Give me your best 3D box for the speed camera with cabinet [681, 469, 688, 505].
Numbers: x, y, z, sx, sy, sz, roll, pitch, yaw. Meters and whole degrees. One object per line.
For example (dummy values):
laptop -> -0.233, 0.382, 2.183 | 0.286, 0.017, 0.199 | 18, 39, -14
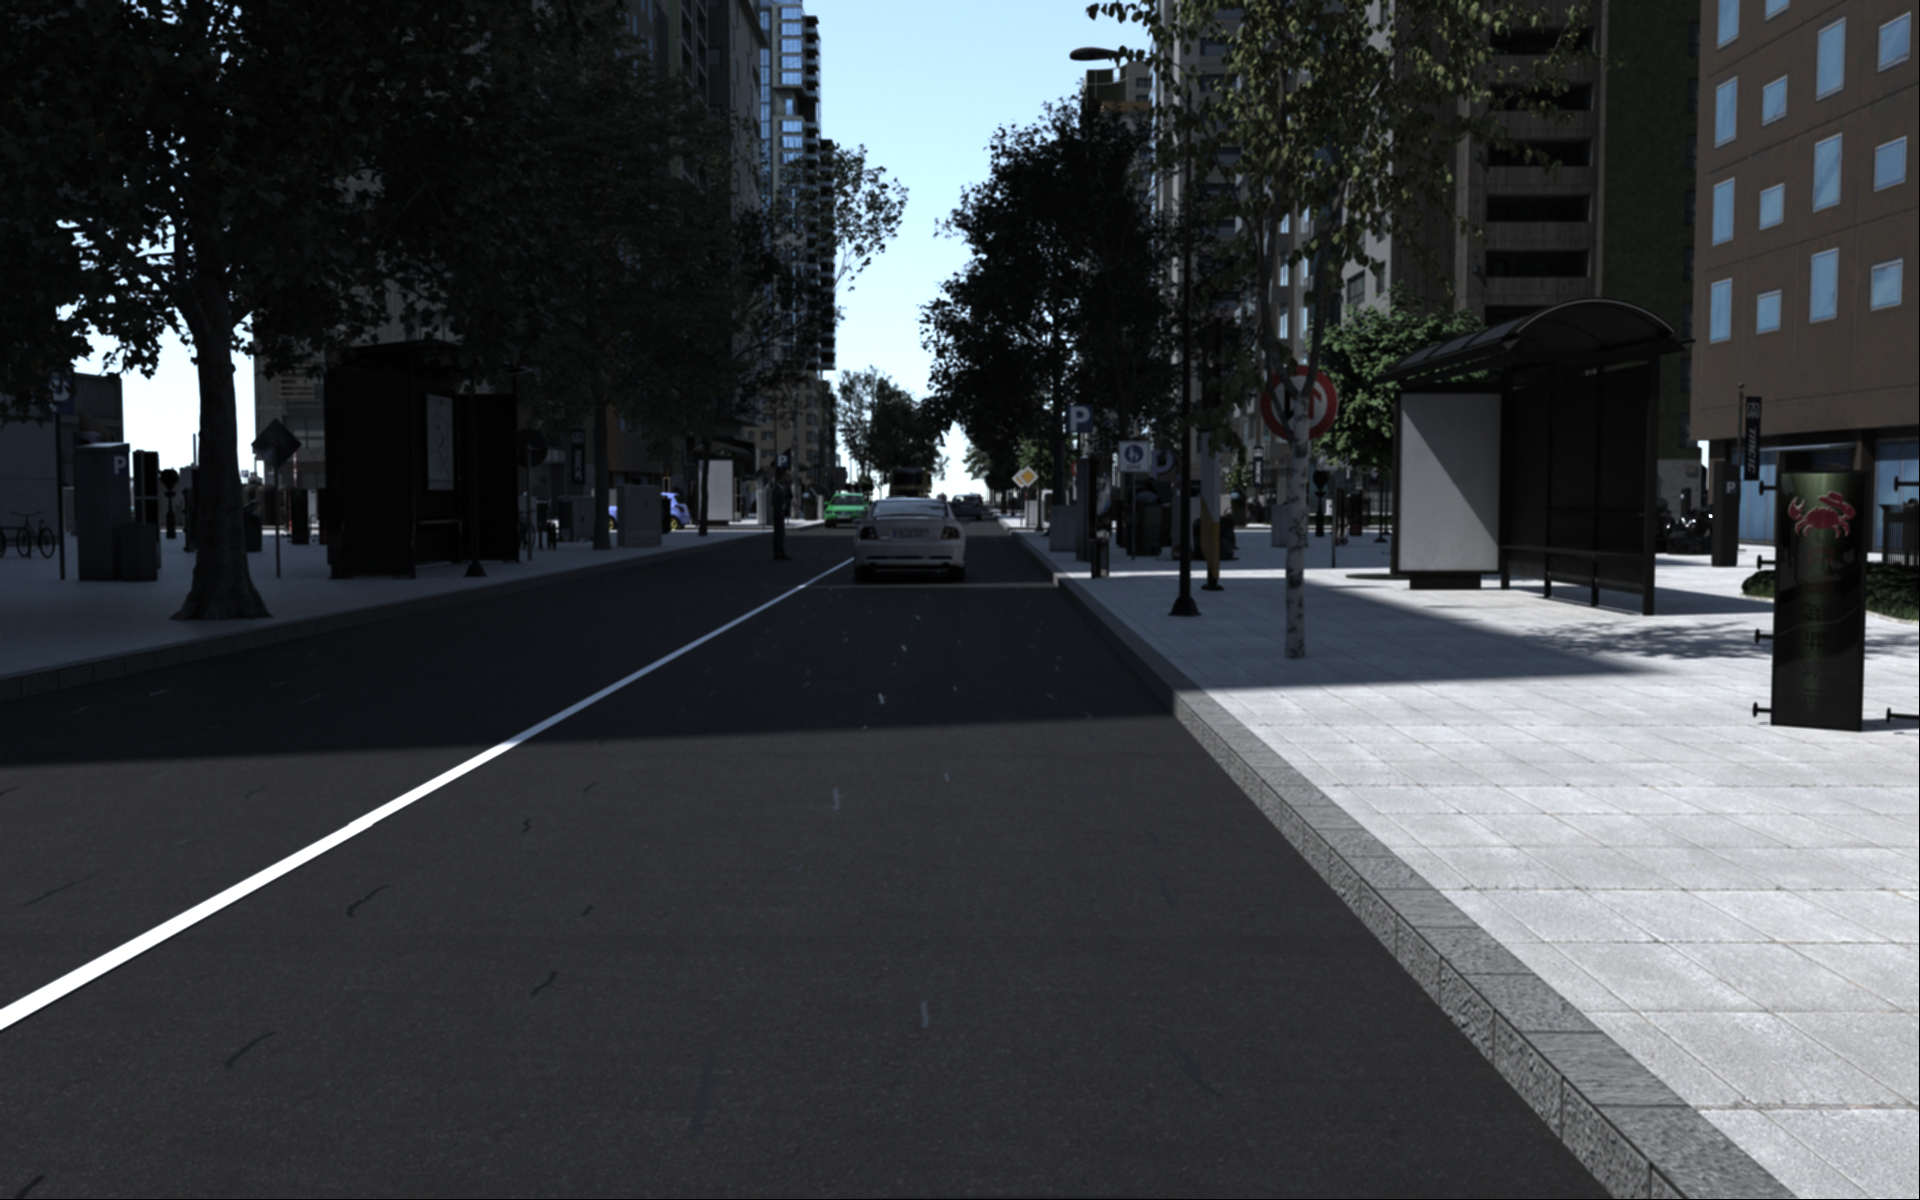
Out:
speed camera with cabinet -> -21.931, -8.890, 139.686 | 0.660, 3.252, 2.038 | 1, 4, 11

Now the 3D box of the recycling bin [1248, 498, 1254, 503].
recycling bin -> 19.251, -6.311, 115.731 | 0.722, 1.027, 0.722 | 1, 4, 15

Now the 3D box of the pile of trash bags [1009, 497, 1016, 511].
pile of trash bags -> 4.946, -7.625, 134.416 | 1.912, 1.369, 3.447 | -1, 4, -10

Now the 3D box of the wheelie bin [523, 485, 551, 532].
wheelie bin -> -14.190, -3.060, 57.938 | 0.980, 1.594, 0.693 | -3, 5, -39

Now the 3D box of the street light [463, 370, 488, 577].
street light -> -6.977, -3.312, 26.684 | 1.470, 5.913, 1.316 | 0, 4, 0

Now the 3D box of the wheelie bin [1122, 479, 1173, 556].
wheelie bin -> 3.807, -1.724, 36.090 | 0.693, 1.594, 0.980 | -2, 4, -31

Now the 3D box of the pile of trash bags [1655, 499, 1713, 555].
pile of trash bags -> 15.160, -1.730, 38.042 | 1.912, 1.369, 3.447 | -2, 4, -31

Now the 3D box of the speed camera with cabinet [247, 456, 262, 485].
speed camera with cabinet -> -37.250, -5.835, 89.742 | 2.038, 3.252, 0.660 | -1, 4, -12

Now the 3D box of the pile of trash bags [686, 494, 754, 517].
pile of trash bags -> -13.488, -5.233, 95.315 | 3.447, 1.369, 1.912 | -3, 4, -37

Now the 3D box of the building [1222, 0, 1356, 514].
building -> 31.875, -30.777, 122.815 | 23.786, 49.044, 30.456 | 0, 4, 0

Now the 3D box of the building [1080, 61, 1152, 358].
building -> 28.828, -52.162, 291.104 | 20.563, 71.187, 20.611 | 0, 4, 0

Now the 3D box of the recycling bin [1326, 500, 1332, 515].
recycling bin -> 17.365, -4.140, 80.247 | 0.722, 1.027, 0.722 | 0, 4, 6

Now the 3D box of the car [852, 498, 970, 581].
car -> -0.854, -1.080, 30.015 | 2.083, 1.381, 4.827 | 0, 4, -1

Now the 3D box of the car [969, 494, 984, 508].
car -> 1.560, -10.780, 185.288 | 2.155, 1.783, 4.494 | 0, 4, 0

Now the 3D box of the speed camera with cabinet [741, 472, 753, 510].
speed camera with cabinet -> -16.851, -8.741, 137.247 | 0.660, 3.252, 2.038 | 3, 4, 38

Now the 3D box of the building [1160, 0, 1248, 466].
building -> 28.876, -37.722, 158.755 | 21.231, 58.520, 28.212 | 0, 4, 0

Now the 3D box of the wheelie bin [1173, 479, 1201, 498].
wheelie bin -> 5.158, -1.802, 37.370 | 0.693, 1.594, 0.980 | -3, 5, -42

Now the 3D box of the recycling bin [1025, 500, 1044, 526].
recycling bin -> 2.988, -3.467, 69.241 | 0.722, 1.027, 0.722 | 0, 4, 7

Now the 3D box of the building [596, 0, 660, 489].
building -> -27.610, -28.185, 110.935 | 14.600, 45.320, 14.200 | 0, 4, 0

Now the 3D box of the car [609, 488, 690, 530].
car -> -12.107, -3.424, 65.579 | 3.694, 1.707, 1.945 | 0, 4, -1

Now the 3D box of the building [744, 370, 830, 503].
building -> -34.230, -25.173, 256.620 | 27.650, 21.520, 28.899 | 0, 4, 0

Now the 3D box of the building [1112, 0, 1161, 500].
building -> 29.151, -53.533, 187.928 | 22.319, 86.520, 31.000 | 0, 4, 0

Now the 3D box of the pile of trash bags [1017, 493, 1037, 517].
pile of trash bags -> 4.406, -5.210, 94.930 | 1.912, 1.369, 3.447 | 0, 4, -4

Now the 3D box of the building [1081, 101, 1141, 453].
building -> 29.187, -44.315, 266.556 | 21.231, 58.520, 28.212 | 0, 4, 0

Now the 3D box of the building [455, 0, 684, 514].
building -> -29.584, -27.497, 133.177 | 14.154, 41.232, 14.086 | 0, 4, 0

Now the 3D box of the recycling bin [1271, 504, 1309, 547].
recycling bin -> 8.005, -1.803, 42.037 | 0.722, 1.027, 0.722 | -1, 4, -8

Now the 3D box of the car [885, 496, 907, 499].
car -> -3.626, -5.238, 98.215 | 1.945, 1.354, 3.894 | 0, 4, 0

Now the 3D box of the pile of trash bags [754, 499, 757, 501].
pile of trash bags -> -13.132, -6.892, 122.438 | 1.912, 1.369, 3.447 | 3, 4, 39

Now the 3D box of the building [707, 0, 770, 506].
building -> -35.082, -36.007, 177.951 | 28.713, 52.752, 27.495 | 0, 4, 0

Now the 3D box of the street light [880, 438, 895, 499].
street light -> -6.080, -10.522, 144.581 | 1.470, 5.913, 1.316 | 0, 4, 0

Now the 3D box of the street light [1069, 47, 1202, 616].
street light -> 1.839, -2.791, 18.171 | 1.470, 5.913, 1.316 | 0, 4, 0

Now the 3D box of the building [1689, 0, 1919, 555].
building -> 26.321, -23.717, 37.885 | 14.600, 45.320, 14.200 | 0, 4, 0

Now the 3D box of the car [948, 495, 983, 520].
car -> 0.293, -5.112, 95.580 | 2.014, 1.417, 4.499 | 0, 4, -1

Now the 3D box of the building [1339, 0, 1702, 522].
building -> 27.287, -19.217, 85.908 | 14.107, 30.474, 14.160 | 0, 4, 0

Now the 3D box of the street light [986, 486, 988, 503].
street light -> 2.847, -10.418, 142.880 | 1.470, 5.913, 1.316 | 0, 4, 0

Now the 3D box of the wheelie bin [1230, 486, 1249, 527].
wheelie bin -> 10.876, -3.645, 67.496 | 0.693, 1.594, 0.980 | 1, 4, 18

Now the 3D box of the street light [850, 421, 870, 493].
street light -> -6.366, -8.376, 109.489 | 1.470, 5.913, 1.316 | 0, 4, 0

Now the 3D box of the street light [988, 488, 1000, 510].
street light -> 2.548, -7.848, 100.853 | 1.470, 5.913, 1.316 | 0, 4, 0

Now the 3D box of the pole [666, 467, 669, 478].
pole -> -22.361, -8.472, 132.353 | 0.158, 3.312, 0.155 | 0, 3, 0

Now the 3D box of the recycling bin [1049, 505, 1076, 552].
recycling bin -> 2.459, -1.610, 38.880 | 0.722, 1.027, 0.722 | 2, 4, 24

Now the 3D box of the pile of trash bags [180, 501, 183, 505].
pile of trash bags -> -63.681, -8.095, 142.098 | 3.447, 1.369, 1.912 | 2, 4, 28

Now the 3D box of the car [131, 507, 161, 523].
car -> -32.001, -3.176, 63.723 | 4.920, 1.459, 2.131 | 0, 4, -1

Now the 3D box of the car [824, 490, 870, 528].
car -> -4.781, -3.997, 74.150 | 1.959, 1.807, 4.718 | 0, 4, 1

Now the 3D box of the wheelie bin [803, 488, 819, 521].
wheelie bin -> -7.252, -4.660, 84.102 | 0.693, 1.594, 0.980 | 1, 4, 8

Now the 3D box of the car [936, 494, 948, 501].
car -> -3.151, -17.885, 301.456 | 2.155, 1.783, 4.494 | 0, 4, -1

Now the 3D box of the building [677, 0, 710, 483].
building -> -30.919, -43.716, 153.001 | 20.563, 71.187, 20.611 | 0, 4, 0

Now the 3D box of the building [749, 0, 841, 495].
building -> -30.508, -59.447, 284.636 | 22.319, 86.520, 31.000 | 0, 4, 0

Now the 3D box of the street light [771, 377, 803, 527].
street light -> -6.710, -5.840, 68.027 | 1.470, 5.913, 1.316 | 0, 4, 0

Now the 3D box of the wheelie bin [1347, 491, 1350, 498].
wheelie bin -> 24.451, -6.093, 107.535 | 0.693, 1.594, 0.980 | 3, 5, 40

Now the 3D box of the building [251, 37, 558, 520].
building -> -26.974, -24.793, 88.953 | 14.154, 41.232, 14.086 | 0, 4, 0

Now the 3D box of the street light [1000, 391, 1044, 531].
street light -> 2.201, -5.325, 59.611 | 1.470, 5.913, 1.316 | 0, 4, 0

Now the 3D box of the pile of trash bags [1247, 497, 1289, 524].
pile of trash bags -> 13.683, -3.944, 74.236 | 1.912, 1.369, 3.447 | -1, 4, -21

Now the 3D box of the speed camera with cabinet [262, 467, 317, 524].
speed camera with cabinet -> -28.887, -4.918, 74.751 | 2.038, 3.252, 0.660 | -1, 4, -21

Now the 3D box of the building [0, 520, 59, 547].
building -> -35.391, -27.081, 32.006 | 27.495, 52.752, 28.713 | 0, 4, 0
